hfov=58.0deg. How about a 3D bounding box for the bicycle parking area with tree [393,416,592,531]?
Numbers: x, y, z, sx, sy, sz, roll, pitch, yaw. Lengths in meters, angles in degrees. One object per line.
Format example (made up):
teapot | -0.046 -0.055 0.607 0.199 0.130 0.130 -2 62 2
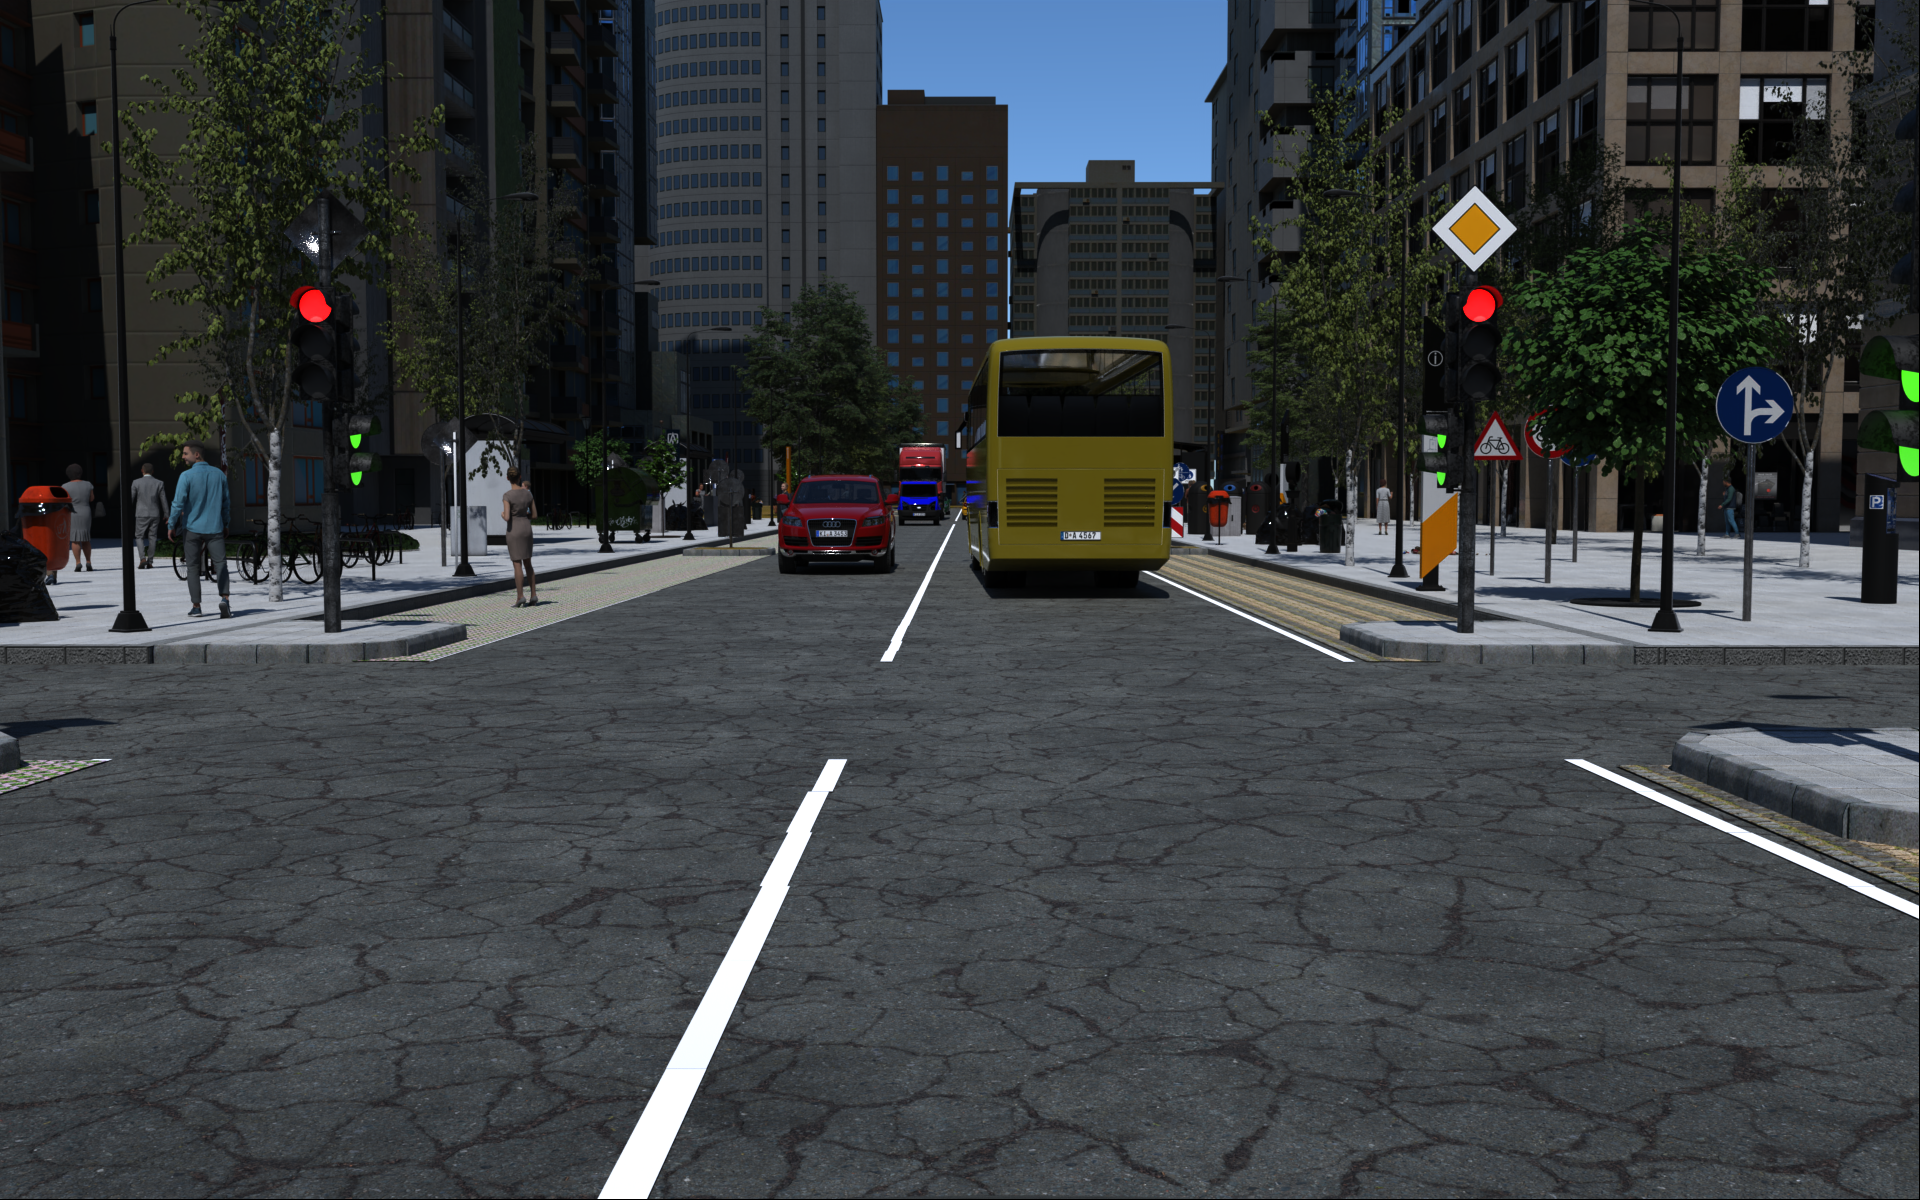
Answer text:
bicycle parking area with tree | -16.356 -4.720 64.170 8.231 4.147 9.016 1 4 11

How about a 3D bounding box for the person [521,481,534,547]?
person | -10.599 -2.115 42.428 0.330 1.601 0.589 -1 4 -11

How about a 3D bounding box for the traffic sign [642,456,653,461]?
traffic sign | -10.436 -3.546 58.080 0.768 2.556 0.104 0 4 2

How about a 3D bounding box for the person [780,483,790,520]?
person | -5.167 -2.609 51.583 0.534 1.772 0.576 -3 4 -38

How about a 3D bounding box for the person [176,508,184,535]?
person | -18.564 -2.138 41.424 0.576 1.772 0.534 3 4 37

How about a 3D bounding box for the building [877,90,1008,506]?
building | -1.875 -33.348 195.343 14.200 45.320 14.600 0 4 0

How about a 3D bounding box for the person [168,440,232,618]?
person | -7.847 -0.735 17.925 0.638 1.841 0.748 -2 4 -35

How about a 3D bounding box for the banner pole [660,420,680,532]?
banner pole | -9.898 -4.212 58.875 0.863 3.779 0.401 -2 4 -24

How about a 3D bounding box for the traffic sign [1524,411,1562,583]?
traffic sign | 8.446 -1.511 24.815 0.768 2.556 0.104 0 4 5

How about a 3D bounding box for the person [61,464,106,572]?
person | -14.523 -1.361 28.650 0.716 1.782 0.532 -3 5 -43

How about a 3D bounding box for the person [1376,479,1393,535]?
person | 13.323 -2.921 54.379 0.480 1.755 0.524 1 4 21

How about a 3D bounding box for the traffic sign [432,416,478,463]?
traffic sign | -8.559 -1.812 29.358 0.795 2.593 0.064 0 4 4

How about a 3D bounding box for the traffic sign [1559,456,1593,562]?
traffic sign | 11.559 -1.981 32.496 0.768 2.556 0.104 0 4 7

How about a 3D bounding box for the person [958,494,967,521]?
person | 0.553 -5.141 92.643 1.350 1.814 0.705 1 4 22

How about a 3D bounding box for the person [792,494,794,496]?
person | -11.420 -6.874 119.145 0.721 1.735 1.217 -2 4 -33

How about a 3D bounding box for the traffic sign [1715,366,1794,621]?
traffic sign | 7.942 -1.058 17.408 0.768 2.556 0.104 0 4 2

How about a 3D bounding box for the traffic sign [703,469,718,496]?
traffic sign | -10.294 -4.242 71.489 0.606 2.300 0.079 0 4 1

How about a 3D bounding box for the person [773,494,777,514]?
person | -11.929 -6.343 112.979 0.697 1.427 0.421 3 4 39

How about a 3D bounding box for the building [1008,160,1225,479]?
building | 17.675 -31.333 204.182 23.993 40.220 32.217 0 4 0

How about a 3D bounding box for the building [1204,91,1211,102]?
building | 43.921 -37.438 201.355 27.495 52.752 28.713 0 4 0

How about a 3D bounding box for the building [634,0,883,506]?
building | -23.058 -40.205 199.348 28.212 58.520 21.231 0 4 0

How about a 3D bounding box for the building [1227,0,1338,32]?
building | 36.589 -33.598 138.566 28.713 52.752 27.495 0 4 0

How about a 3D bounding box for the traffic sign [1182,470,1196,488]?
traffic sign | 9.346 -4.203 70.844 0.606 2.300 0.079 0 4 3

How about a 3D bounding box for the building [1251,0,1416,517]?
building | 32.286 -48.666 108.365 22.319 86.520 31.000 0 4 0

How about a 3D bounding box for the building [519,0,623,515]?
building | -33.352 -27.613 106.101 22.147 44.769 28.867 0 4 0

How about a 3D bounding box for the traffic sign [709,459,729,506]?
traffic sign | -8.819 -3.870 63.380 0.768 2.556 0.104 0 4 1

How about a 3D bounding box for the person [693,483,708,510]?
person | -11.796 -4.418 78.637 0.716 1.782 0.532 -3 5 -43

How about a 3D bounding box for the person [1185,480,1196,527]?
person | 9.076 -3.767 67.609 0.573 1.828 0.580 1 4 15

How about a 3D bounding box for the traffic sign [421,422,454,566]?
traffic sign | -9.148 -1.867 30.631 0.768 2.556 0.104 0 4 1

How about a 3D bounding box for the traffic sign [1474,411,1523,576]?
traffic sign | 8.376 -1.663 27.197 0.884 2.594 0.081 0 4 2

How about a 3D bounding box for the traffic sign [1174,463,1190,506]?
traffic sign | 8.909 -4.286 70.181 0.768 2.556 0.104 0 4 7

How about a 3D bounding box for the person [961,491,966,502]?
person | 0.334 -9.372 162.441 0.721 1.735 1.217 -1 4 -18

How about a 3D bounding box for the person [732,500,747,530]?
person | -8.113 -3.431 62.545 0.834 1.777 0.661 0 4 -3

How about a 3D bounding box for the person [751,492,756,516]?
person | -12.304 -5.729 102.976 0.557 1.426 1.065 1 4 17

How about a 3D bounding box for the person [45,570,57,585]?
person | -12.913 -0.868 24.509 0.475 1.303 0.640 -3 4 -36

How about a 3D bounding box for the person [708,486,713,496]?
person | -13.581 -5.378 94.760 1.217 1.735 0.721 -3 5 -41

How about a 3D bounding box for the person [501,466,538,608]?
person | -5.545 -0.790 21.751 0.374 1.781 0.599 3 4 37

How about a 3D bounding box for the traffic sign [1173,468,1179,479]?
traffic sign | 8.048 -3.914 66.129 0.606 2.300 0.079 1 4 10

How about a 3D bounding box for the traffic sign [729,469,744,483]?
traffic sign | -11.330 -5.374 87.963 0.768 2.556 0.104 0 4 2

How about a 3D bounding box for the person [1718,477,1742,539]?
person | 21.945 -2.631 49.405 0.721 1.781 0.623 1 4 10

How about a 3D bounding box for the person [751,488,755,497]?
person | -16.611 -8.065 138.585 0.721 1.739 1.217 0 4 7

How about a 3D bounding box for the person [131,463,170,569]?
person | -14.041 -1.451 29.883 0.709 1.813 0.853 -2 4 -35

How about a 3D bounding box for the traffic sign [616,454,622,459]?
traffic sign | -11.274 -3.497 56.909 0.795 2.593 0.064 0 4 3

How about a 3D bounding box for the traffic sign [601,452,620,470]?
traffic sign | -10.764 -3.300 53.688 0.795 2.593 0.064 0 4 8
